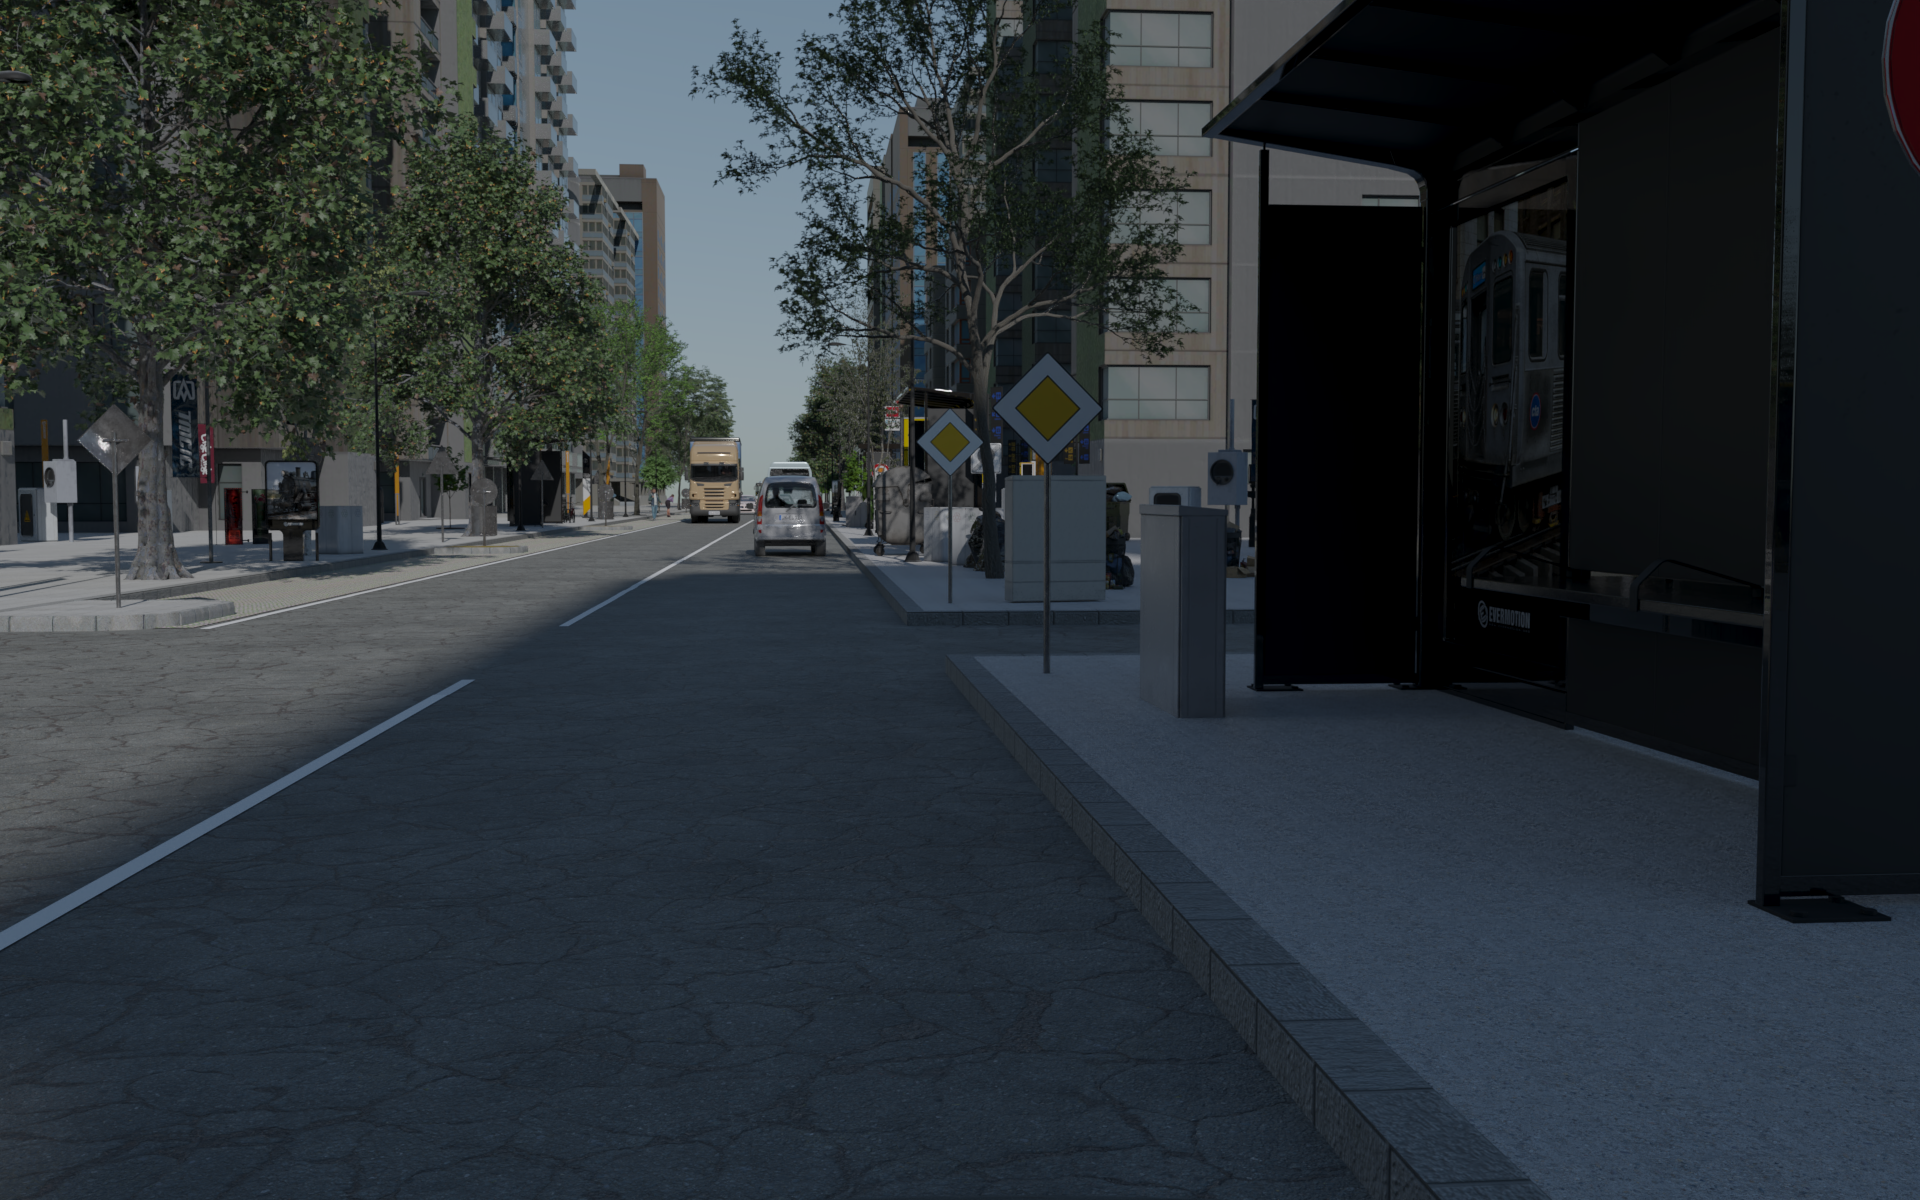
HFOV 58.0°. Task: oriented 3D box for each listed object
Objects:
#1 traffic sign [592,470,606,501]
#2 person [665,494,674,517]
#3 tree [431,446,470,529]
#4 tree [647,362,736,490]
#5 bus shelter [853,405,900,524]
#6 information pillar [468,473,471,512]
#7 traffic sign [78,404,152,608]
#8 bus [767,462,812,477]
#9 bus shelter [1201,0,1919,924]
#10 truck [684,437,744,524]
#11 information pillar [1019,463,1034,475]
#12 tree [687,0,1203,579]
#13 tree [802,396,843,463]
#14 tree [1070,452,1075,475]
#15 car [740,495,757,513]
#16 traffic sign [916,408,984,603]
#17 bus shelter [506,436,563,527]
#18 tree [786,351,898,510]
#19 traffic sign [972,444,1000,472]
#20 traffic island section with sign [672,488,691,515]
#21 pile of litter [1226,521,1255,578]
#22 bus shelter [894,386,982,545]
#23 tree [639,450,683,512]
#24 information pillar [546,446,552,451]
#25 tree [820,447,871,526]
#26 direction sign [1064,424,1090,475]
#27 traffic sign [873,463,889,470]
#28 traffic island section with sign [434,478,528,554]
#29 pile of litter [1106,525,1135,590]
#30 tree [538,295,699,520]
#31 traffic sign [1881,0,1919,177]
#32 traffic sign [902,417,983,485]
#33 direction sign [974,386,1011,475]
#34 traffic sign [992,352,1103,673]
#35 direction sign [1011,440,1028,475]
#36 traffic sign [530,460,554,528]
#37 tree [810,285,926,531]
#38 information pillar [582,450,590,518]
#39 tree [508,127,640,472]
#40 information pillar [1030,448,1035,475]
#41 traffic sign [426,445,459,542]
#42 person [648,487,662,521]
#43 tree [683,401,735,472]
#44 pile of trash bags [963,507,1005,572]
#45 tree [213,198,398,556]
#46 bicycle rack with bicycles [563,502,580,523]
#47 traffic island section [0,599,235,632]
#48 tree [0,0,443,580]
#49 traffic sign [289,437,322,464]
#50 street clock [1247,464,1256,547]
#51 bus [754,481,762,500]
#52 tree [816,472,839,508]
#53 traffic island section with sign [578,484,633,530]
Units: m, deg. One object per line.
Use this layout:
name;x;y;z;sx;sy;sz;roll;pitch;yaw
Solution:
traffic sign;-19.404;-5.681;92.885;0.884;2.594;0.081;0;4;2
person;-17.762;-5.767;106.021;0.421;1.427;0.697;2;4;34
tree;-18.772;-4.208;63.397;1.663;3.219;1.824;0;3;0
tree;-26.090;-16.016;168.513;9.857;13.997;8.962;0;3;0
bus shelter;-3.545;-6.025;76.145;2.179;5.291;8.768;0;4;-5
information pillar;-16.613;-3.352;59.296;0.304;2.012;0.304;1;4;14
traffic sign;-9.474;-0.967;19.447;0.795;2.450;0.064;0;4;-5
bus;-10.457;-6.785;105.787;2.948;3.499;13.247;0;4;-6
bus shelter;2.693;-1.039;8.264;1.731;3.624;6.357;0;4;-5
truck;-12.336;-6.043;87.710;2.839;4.237;11.283;0;4;-7
information pillar;1.558;-2.205;40.538;0.304;2.012;0.304;0;4;-5
tree;0.220;-5.614;26.197;7.601;10.594;8.767;2;4;23
tree;-12.136;-15.141;165.682;7.486;12.596;7.792;0;3;0
tree;6.748;-5.856;79.455;4.285;4.588;4.351;0;3;0
car;-15.115;-6.696;121.842;2.083;1.381;4.827;0;4;-6
traffic sign;-0.118;-1.018;20.289;0.795;2.450;0.064;0;4;-5
bus shelter;-17.355;-4.910;71.567;1.731;3.624;6.357;0;4;-5
tree;-9.610;-13.585;139.130;9.611;12.733;9.660;0;3;0
traffic sign;0.526;-2.011;35.007;0.606;2.300;0.079;0;4;1
traffic island section with sign;-18.650;-6.707;118.288;1.989;1.847;2.006;0;4;-5
pile of litter;4.299;-0.790;26.890;1.719;0.858;1.176;0;4;1
bus shelter;-0.538;-3.030;40.820;1.731;3.624;6.357;0;4;-5
tree;-22.182;-8.773;127.160;4.285;4.588;4.351;0;3;0
information pillar;-19.770;-5.613;83.122;0.504;3.616;0.183;-1;4;-17
tree;-4.326;-4.595;69.723;1.663;3.219;1.824;0;3;0
direction sign;3.022;-3.234;44.872;0.379;3.537;0.876;-3;5;-45
traffic sign;-3.243;-4.352;71.264;0.768;2.556;0.104;0;4;4
traffic island section with sign;-11.597;-2.048;42.109;1.989;1.847;2.006;0;4;-5
pile of litter;1.809;-0.595;23.690;1.176;0.858;1.719;2;4;33
tree;-18.034;-9.891;87.478;9.928;11.665;9.643;0;3;0
traffic sign;2.269;-0.215;3.627;0.768;2.556;0.104;0;4;1
traffic sign;-0.390;-3.170;45.696;2.265;3.308;0.079;0;4;3
direction sign;0.595;-2.742;36.826;0.379;3.537;0.876;-3;5;-42
traffic sign;0.618;-0.532;12.338;0.795;2.450;0.064;0;4;-5
direction sign;2.422;-4.906;72.202;0.876;3.537;0.379;-1;4;-11
traffic sign;-15.853;-4.018;65.694;0.884;2.594;0.081;0;4;1
tree;-2.978;-6.671;59.430;4.360;8.622;3.978;0;3;0
information pillar;-19.896;-6.177;92.352;0.504;3.616;0.183;-2;4;-35
tree;-14.515;-8.270;52.223;9.611;12.733;9.660;0;3;0
information pillar;2.025;-3.202;43.708;0.504;3.616;0.183;-1;4;-19
traffic sign;-13.733;-2.808;45.920;0.884;2.594;0.081;0;4;4
person;-16.123;-5.045;91.335;0.721;1.781;0.623;3;4;36
tree;-30.201;-17.746;208.273;7.486;12.596;7.792;0;3;0
pile of trash bags;1.106;-1.176;28.978;1.912;1.369;3.447;0;4;-5
tree;-13.829;-5.225;35.797;4.737;8.622;4.395;0;3;0
bicycle rack with bicycles;-18.152;-3.913;77.361;2.852;0.926;2.925;0;4;3
traffic island section;-9.497;0.170;19.506;2.009;0.180;2.903;0;4;-5
tree;-12.172;-6.652;25.771;9.611;12.733;9.660;0;3;0
traffic sign;-14.662;-2.366;38.786;0.768;2.556;0.104;0;4;2
street clock;7.073;-2.277;41.797;0.358;2.002;0.471;0;4;5
bus;-26.856;-14.953;239.341;2.948;3.499;13.247;0;4;-5
tree;-11.755;-10.584;156.766;4.285;4.588;4.351;0;3;0
traffic island section with sign;-14.081;-3.689;68.950;1.989;1.847;2.006;0;4;-5
